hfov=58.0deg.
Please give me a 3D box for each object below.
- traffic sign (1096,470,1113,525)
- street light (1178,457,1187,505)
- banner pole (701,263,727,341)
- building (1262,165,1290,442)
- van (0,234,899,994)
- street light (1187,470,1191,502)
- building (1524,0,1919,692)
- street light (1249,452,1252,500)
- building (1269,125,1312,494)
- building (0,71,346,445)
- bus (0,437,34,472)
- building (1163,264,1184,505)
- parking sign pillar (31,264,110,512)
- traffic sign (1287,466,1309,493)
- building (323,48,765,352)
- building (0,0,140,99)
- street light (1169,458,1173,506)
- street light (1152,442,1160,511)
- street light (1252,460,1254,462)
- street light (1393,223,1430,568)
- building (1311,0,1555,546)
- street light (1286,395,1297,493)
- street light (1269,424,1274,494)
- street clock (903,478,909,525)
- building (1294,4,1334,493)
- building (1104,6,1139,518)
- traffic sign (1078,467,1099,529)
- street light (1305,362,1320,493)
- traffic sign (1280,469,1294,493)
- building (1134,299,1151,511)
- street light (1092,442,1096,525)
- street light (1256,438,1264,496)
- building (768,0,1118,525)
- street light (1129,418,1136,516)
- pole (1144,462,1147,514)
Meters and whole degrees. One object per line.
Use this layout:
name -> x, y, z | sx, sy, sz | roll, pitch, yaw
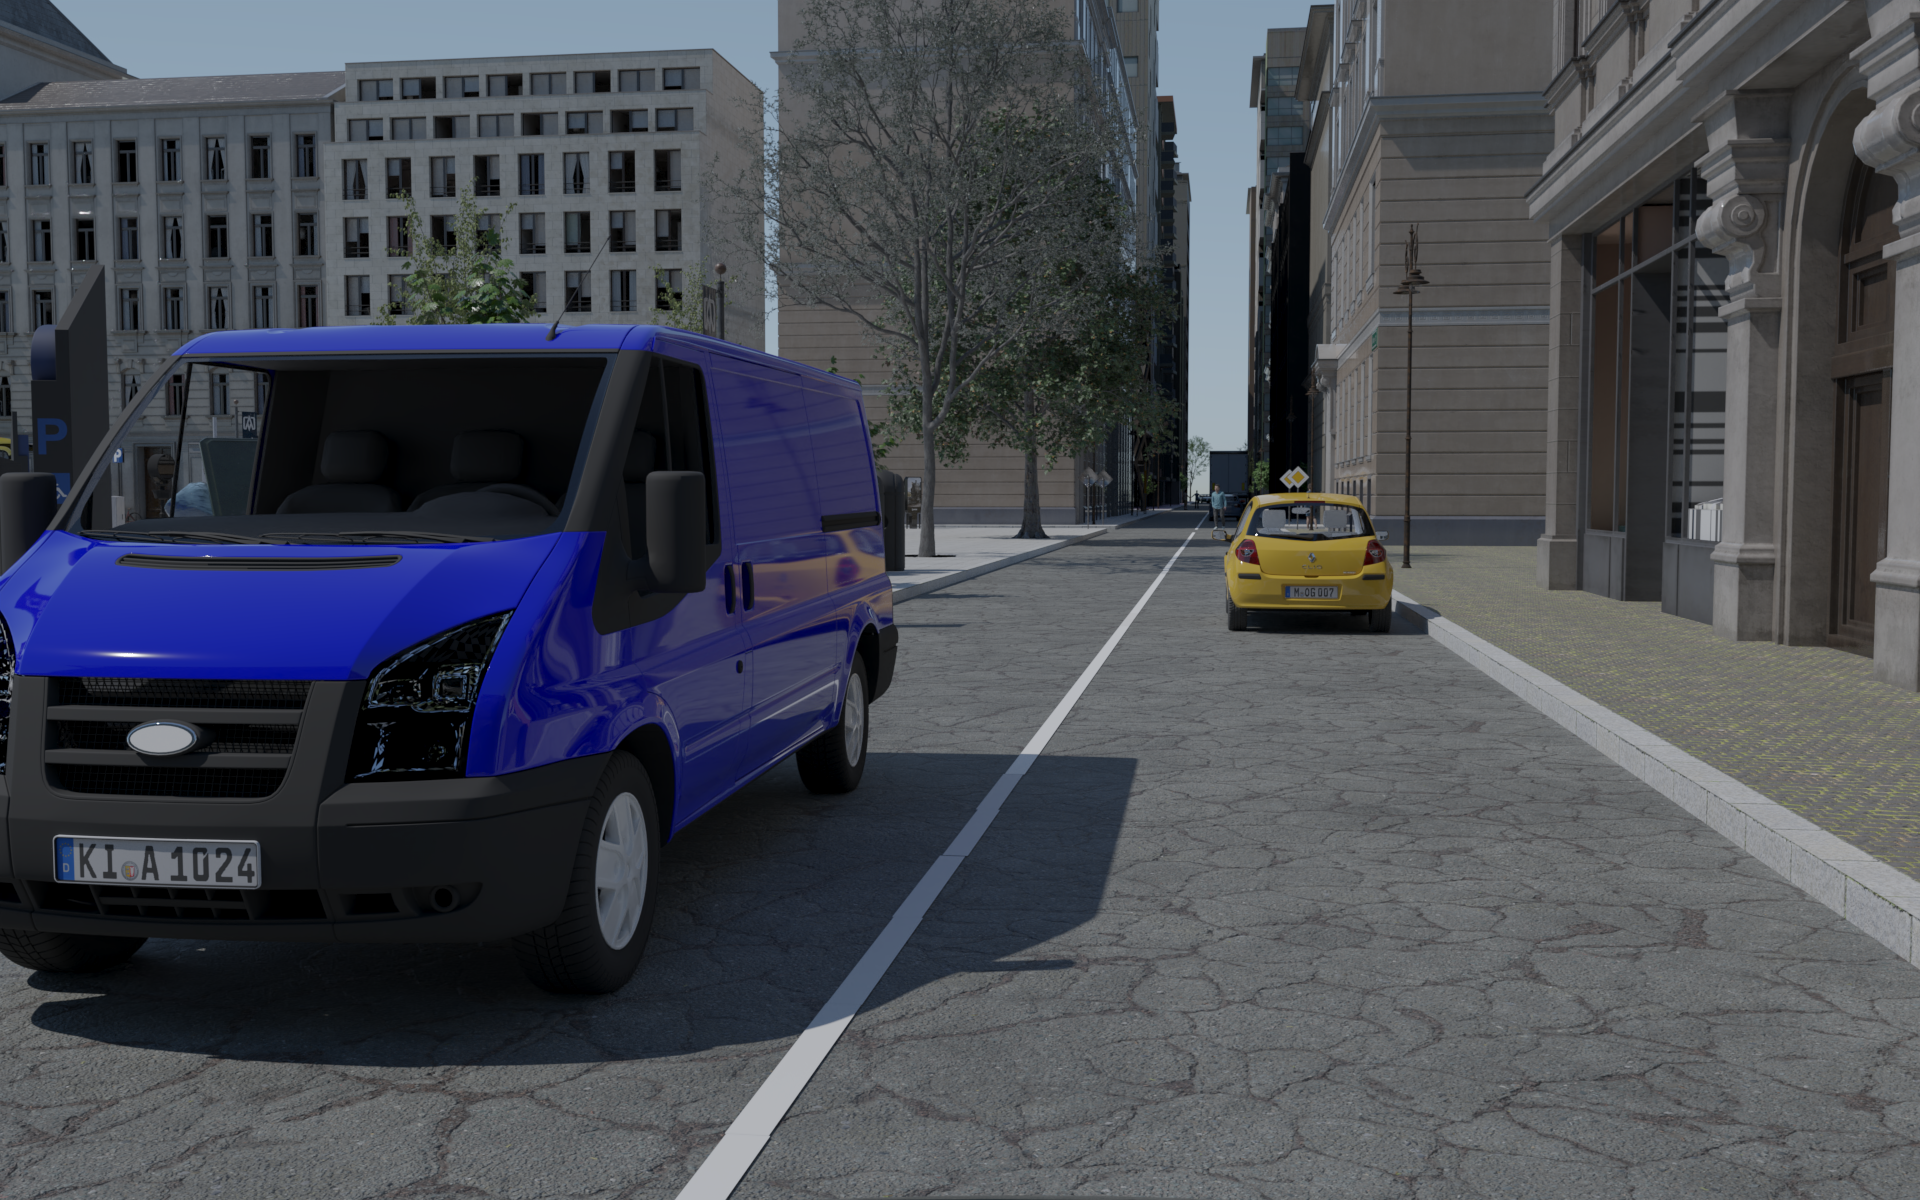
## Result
traffic sign -> 5.903, -4.144, 71.404 | 0.795, 2.450, 0.064 | 1, 4, 9
street light -> 29.476, -15.703, 229.537 | 0.468, 5.910, 1.993 | 1, 4, 9
banner pole -> -2.630, -1.749, 18.615 | 0.401, 3.779, 0.863 | 1, 4, 10
building -> 30.149, -21.014, 130.973 | 14.401, 28.519, 23.554 | 1, 4, 9
van -> -1.634, -0.150, 6.840 | 2.240, 2.365, 5.245 | 0, 4, 8
street light -> 34.096, -17.605, 260.635 | 0.468, 5.910, 1.993 | 1, 4, 9
building -> 12.162, -10.425, 21.366 | 10.553, 20.767, 40.483 | 1, 4, 9
street light -> 31.679, -13.190, 188.439 | 0.468, 5.910, 1.993 | 1, 4, 9
building -> 26.376, -17.216, 111.163 | 12.332, 23.373, 15.834 | 1, 4, 9
building -> -35.677, -14.261, 82.324 | 18.267, 20.994, 9.793 | 1, 4, 9
bus -> -45.169, -5.105, 75.015 | 12.252, 3.916, 2.896 | 0, 4, 8
building -> 19.518, -26.794, 209.782 | 14.160, 30.474, 14.107 | 1, 4, 9
parking sign pillar -> -10.141, -1.915, 19.782 | 1.447, 3.967, 1.447 | -1, 4, -9
traffic sign -> 12.163, -3.591, 62.363 | 0.795, 2.450, 0.064 | 1, 4, 9
building -> -18.408, -13.721, 79.087 | 16.860, 20.320, 10.420 | 1, 4, 9
building -> -56.645, -18.386, 87.998 | 23.554, 28.519, 14.401 | 1, 4, 9
street light -> 21.817, -12.629, 179.264 | 0.468, 5.910, 1.993 | 1, 4, 9
street light -> 15.058, -9.897, 134.600 | 0.468, 5.910, 1.993 | 1, 4, 9
street light -> 27.014, -11.274, 157.123 | 0.468, 5.910, 1.993 | 1, 4, 9
street light -> 7.730, -3.488, 29.810 | 0.468, 5.910, 1.993 | 1, 4, 9
building -> 17.845, -16.205, 50.853 | 13.634, 28.700, 20.117 | 1, 4, 9
street light -> 15.450, -6.613, 80.910 | 0.468, 5.910, 1.993 | 1, 4, 9
street light -> 20.254, -8.531, 112.275 | 0.468, 5.910, 1.993 | 1, 4, 9
street clock -> -2.103, -4.107, 71.718 | 0.358, 2.002, 0.471 | -3, 5, -44
building -> 30.010, -14.794, 75.173 | 30.059, 22.955, 16.112 | 1, 4, 9
building -> 4.562, -20.080, 105.802 | 11.434, 29.767, 29.804 | 1, 4, 9
traffic sign -> 4.707, -3.662, 63.509 | 0.795, 2.450, 0.064 | 1, 4, 9
street light -> 12.393, -5.389, 60.901 | 0.468, 5.910, 1.993 | 1, 4, 9
traffic sign -> 13.359, -4.074, 70.258 | 0.795, 2.450, 0.064 | 1, 4, 9
building -> 5.785, -16.026, 129.481 | 16.820, 18.784, 16.811 | 1, 4, 9
street light -> 5.589, -6.079, 72.174 | 0.468, 5.910, 1.993 | 1, 4, 9
street light -> 24.961, -10.443, 143.533 | 0.468, 5.910, 1.993 | 1, 4, 9
building -> 0.080, -18.068, 81.312 | 13.634, 28.700, 20.117 | 1, 4, 9
street light -> 10.271, -7.980, 103.262 | 0.468, 5.910, 1.993 | 1, 4, 9
pole -> 11.934, -7.205, 111.644 | 0.158, 3.312, 0.155 | 0, 3, 0
